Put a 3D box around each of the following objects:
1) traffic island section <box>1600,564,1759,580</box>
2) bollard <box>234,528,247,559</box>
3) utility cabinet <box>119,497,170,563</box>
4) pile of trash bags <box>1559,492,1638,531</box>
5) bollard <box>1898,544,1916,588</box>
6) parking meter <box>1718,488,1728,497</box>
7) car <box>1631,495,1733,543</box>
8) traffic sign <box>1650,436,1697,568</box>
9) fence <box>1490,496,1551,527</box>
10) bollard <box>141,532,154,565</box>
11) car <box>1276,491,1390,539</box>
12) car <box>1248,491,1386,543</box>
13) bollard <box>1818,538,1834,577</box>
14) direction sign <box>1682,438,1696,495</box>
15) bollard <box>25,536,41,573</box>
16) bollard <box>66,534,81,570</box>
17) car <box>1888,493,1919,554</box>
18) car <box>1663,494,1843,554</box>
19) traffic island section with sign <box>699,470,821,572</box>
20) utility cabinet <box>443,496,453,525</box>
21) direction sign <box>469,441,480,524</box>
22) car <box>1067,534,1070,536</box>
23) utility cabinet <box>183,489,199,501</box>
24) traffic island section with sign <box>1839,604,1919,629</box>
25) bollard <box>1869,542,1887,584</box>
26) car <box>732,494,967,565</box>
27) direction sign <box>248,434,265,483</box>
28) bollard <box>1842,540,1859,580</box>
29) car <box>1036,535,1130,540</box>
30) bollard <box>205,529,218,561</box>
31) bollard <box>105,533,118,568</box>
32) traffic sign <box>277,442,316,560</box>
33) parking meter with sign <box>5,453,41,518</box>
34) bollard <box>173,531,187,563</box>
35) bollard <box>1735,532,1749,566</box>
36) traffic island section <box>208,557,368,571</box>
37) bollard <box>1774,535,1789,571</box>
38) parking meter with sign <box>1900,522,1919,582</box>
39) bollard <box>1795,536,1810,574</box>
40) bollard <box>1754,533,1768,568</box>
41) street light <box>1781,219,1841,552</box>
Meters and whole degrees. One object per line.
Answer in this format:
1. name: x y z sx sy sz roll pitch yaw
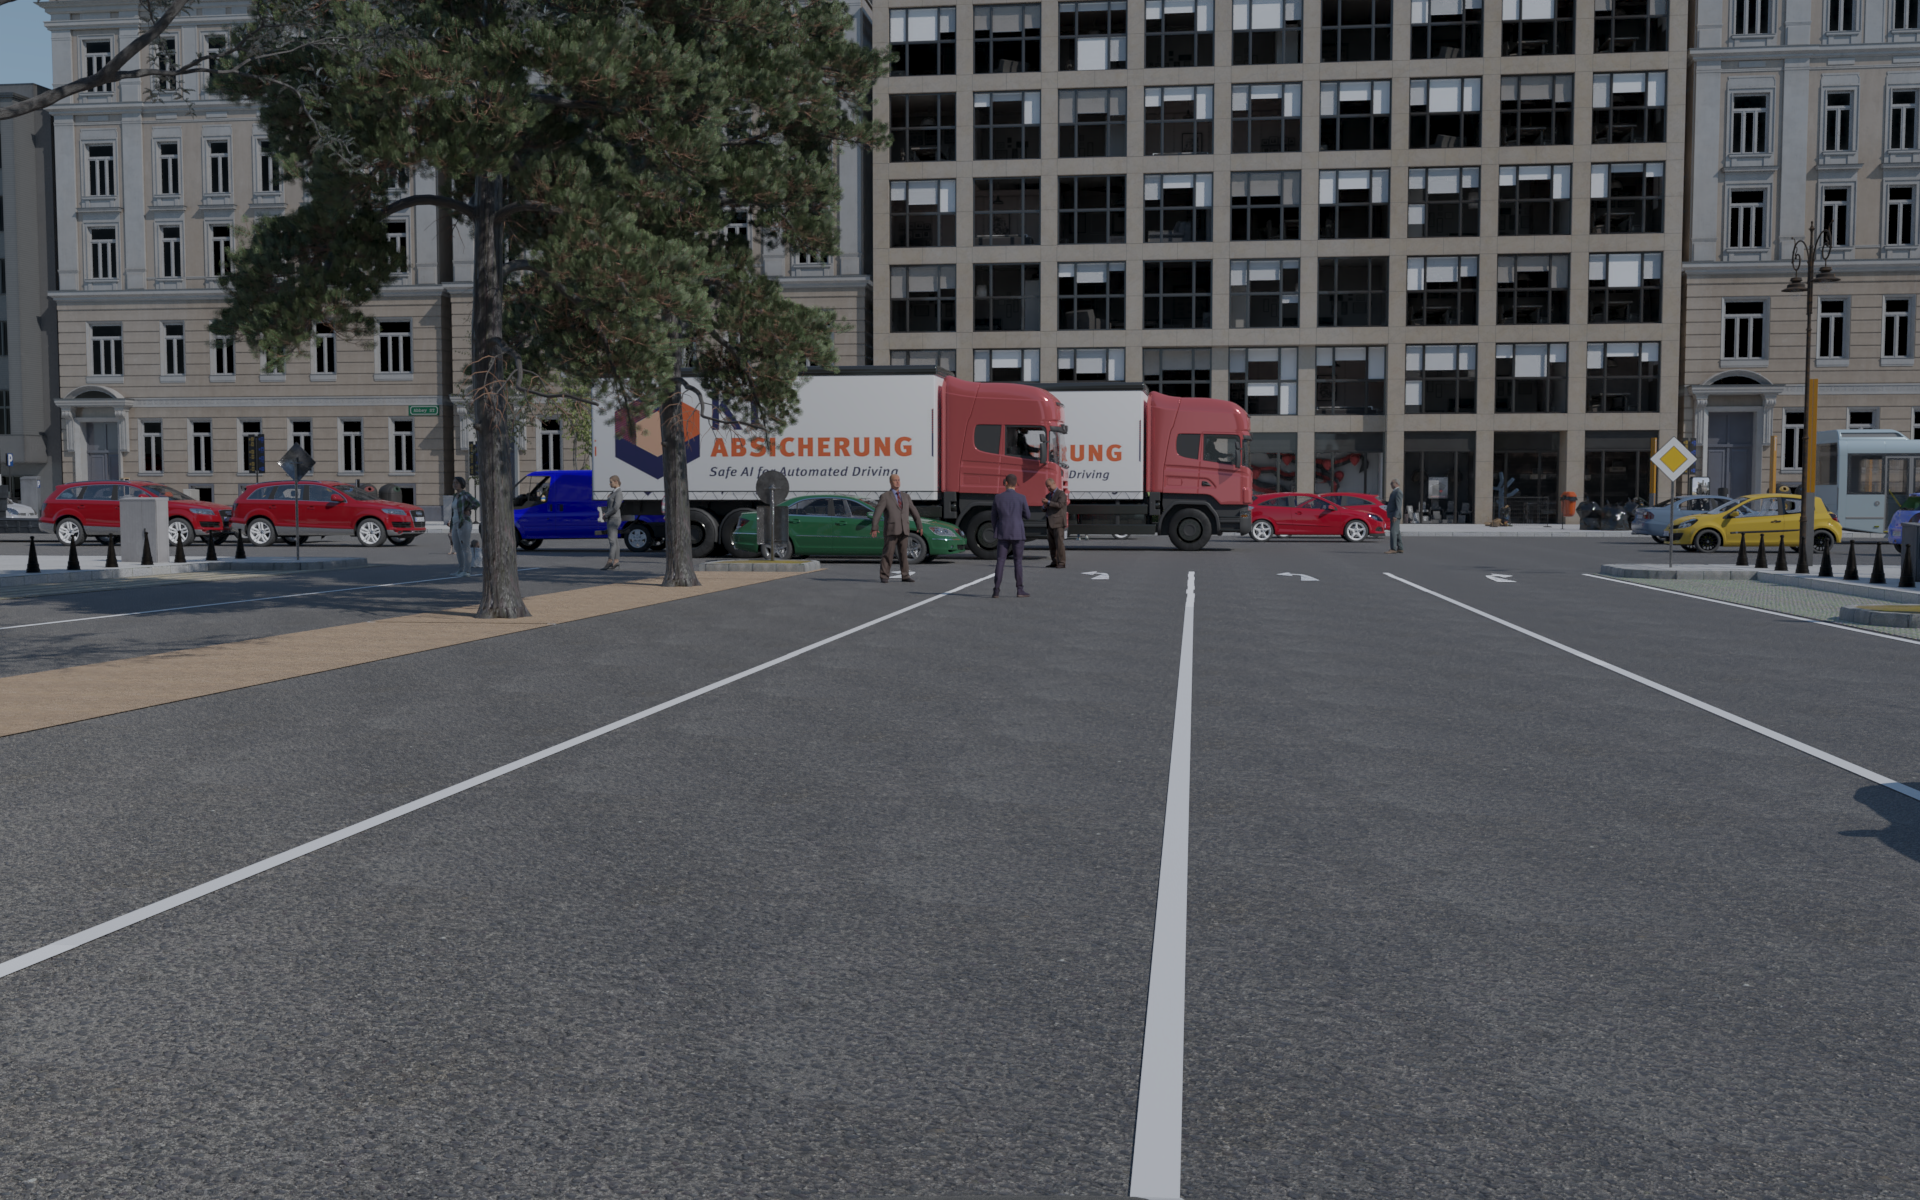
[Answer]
1. traffic island section: 12.418 -0.486 30.226 2.009 0.180 2.903 0 4 8
2. bollard: -14.279 -1.120 34.355 0.229 0.601 0.229 0 3 0
3. utility cabinet: -15.355 -1.311 32.597 1.020 1.237 0.306 2 4 27
4. pile of trash bags: 22.813 -3.200 62.073 1.912 1.369 3.447 -2 4 -24
5. bollard: 13.036 -0.476 23.825 0.229 0.601 0.229 0 3 0
6. parking meter: 29.526 -3.587 67.056 0.372 1.533 0.369 0 3 0
7. car: 21.695 -2.305 49.691 4.499 1.417 2.014 0 4 6
8. traffic sign: 12.394 -1.621 30.152 0.795 2.450 0.064 0 4 8
9. fence: 21.677 -3.409 66.937 2.264 1.192 0.480 0 4 -1
10. bollard: -14.695 -0.933 31.294 0.229 0.601 0.229 0 3 0
11. car: 11.858 -2.895 56.379 4.494 1.783 2.155 1 4 9
12. car: 10.499 -2.629 52.027 4.494 1.783 2.155 0 4 7
13. bollard: 13.454 -0.664 26.896 0.229 0.601 0.229 0 3 0
14. direction sign: 29.309 -4.752 69.685 0.876 3.537 0.379 -2 4 -33
15. bollard: -15.113 -0.745 28.227 0.229 0.601 0.229 0 3 0
16. bollard: -14.976 -0.808 29.245 0.229 0.601 0.229 0 3 0
17. car: 23.526 -1.855 39.922 3.694 1.707 1.945 1 4 9
18. car: 19.446 -1.980 42.589 3.980 1.641 2.015 1 4 9
19. traffic island section with sign: -3.686 -1.500 32.654 2.006 1.907 1.989 0 4 8
20. utility cabinet: -20.912 -3.708 71.787 1.020 1.237 0.306 1 4 22
21. direction sign: -20.727 -5.017 74.032 0.876 3.537 0.379 3 5 44
22. car: 2.148 -3.035 58.423 4.718 1.807 1.959 0 4 8
23. utility cabinet: -34.215 -4.187 77.144 0.318 1.500 1.173 0 4 -5
24. traffic island section with sign: 10.899 -0.637 19.038 1.989 1.847 2.006 0 4 8
25. bollard: 13.174 -0.538 24.843 0.229 0.601 0.229 0 3 0
26. car: -2.298 -1.498 36.284 4.920 1.459 2.131 1 4 9
27. direction sign: -26.552 -4.492 65.447 0.876 3.537 0.379 2 4 29
28. bollard: 13.315 -0.601 25.862 0.229 0.601 0.229 0 3 0
29. car: 3.714 -2.825 55.236 4.494 1.783 2.155 0 4 7
30. bollard: -14.415 -1.058 33.337 0.229 0.601 0.229 0 3 0
31. bollard: -14.835 -0.870 30.272 0.229 0.601 0.229 0 3 0
32. traffic sign: -12.865 -1.832 33.603 0.795 2.450 0.064 0 4 8
33. parking meter with sign: -39.882 -4.774 74.324 1.738 3.016 0.543 0 4 -7
34. bollard: -14.557 -0.995 32.311 0.229 0.601 0.229 0 3 0
35. bollard: 14.012 -0.915 31.004 0.229 0.601 0.229 0 3 0
36. traffic island section: -12.889 -0.696 33.668 2.009 0.180 2.903 0 4 8
37. bollard: 13.733 -0.789 28.947 0.229 0.601 0.229 0 3 0
38. parking meter with sign: 14.744 -1.782 25.405 1.738 3.016 0.543 -1 4 -9
39. bollard: 13.592 -0.727 27.930 0.229 0.601 0.229 0 3 0
40. bollard: 13.873 -0.852 29.970 0.229 0.601 0.229 0 3 0
41. street light: 14.413 -3.467 29.474 0.468 5.910 1.993 0 4 8
